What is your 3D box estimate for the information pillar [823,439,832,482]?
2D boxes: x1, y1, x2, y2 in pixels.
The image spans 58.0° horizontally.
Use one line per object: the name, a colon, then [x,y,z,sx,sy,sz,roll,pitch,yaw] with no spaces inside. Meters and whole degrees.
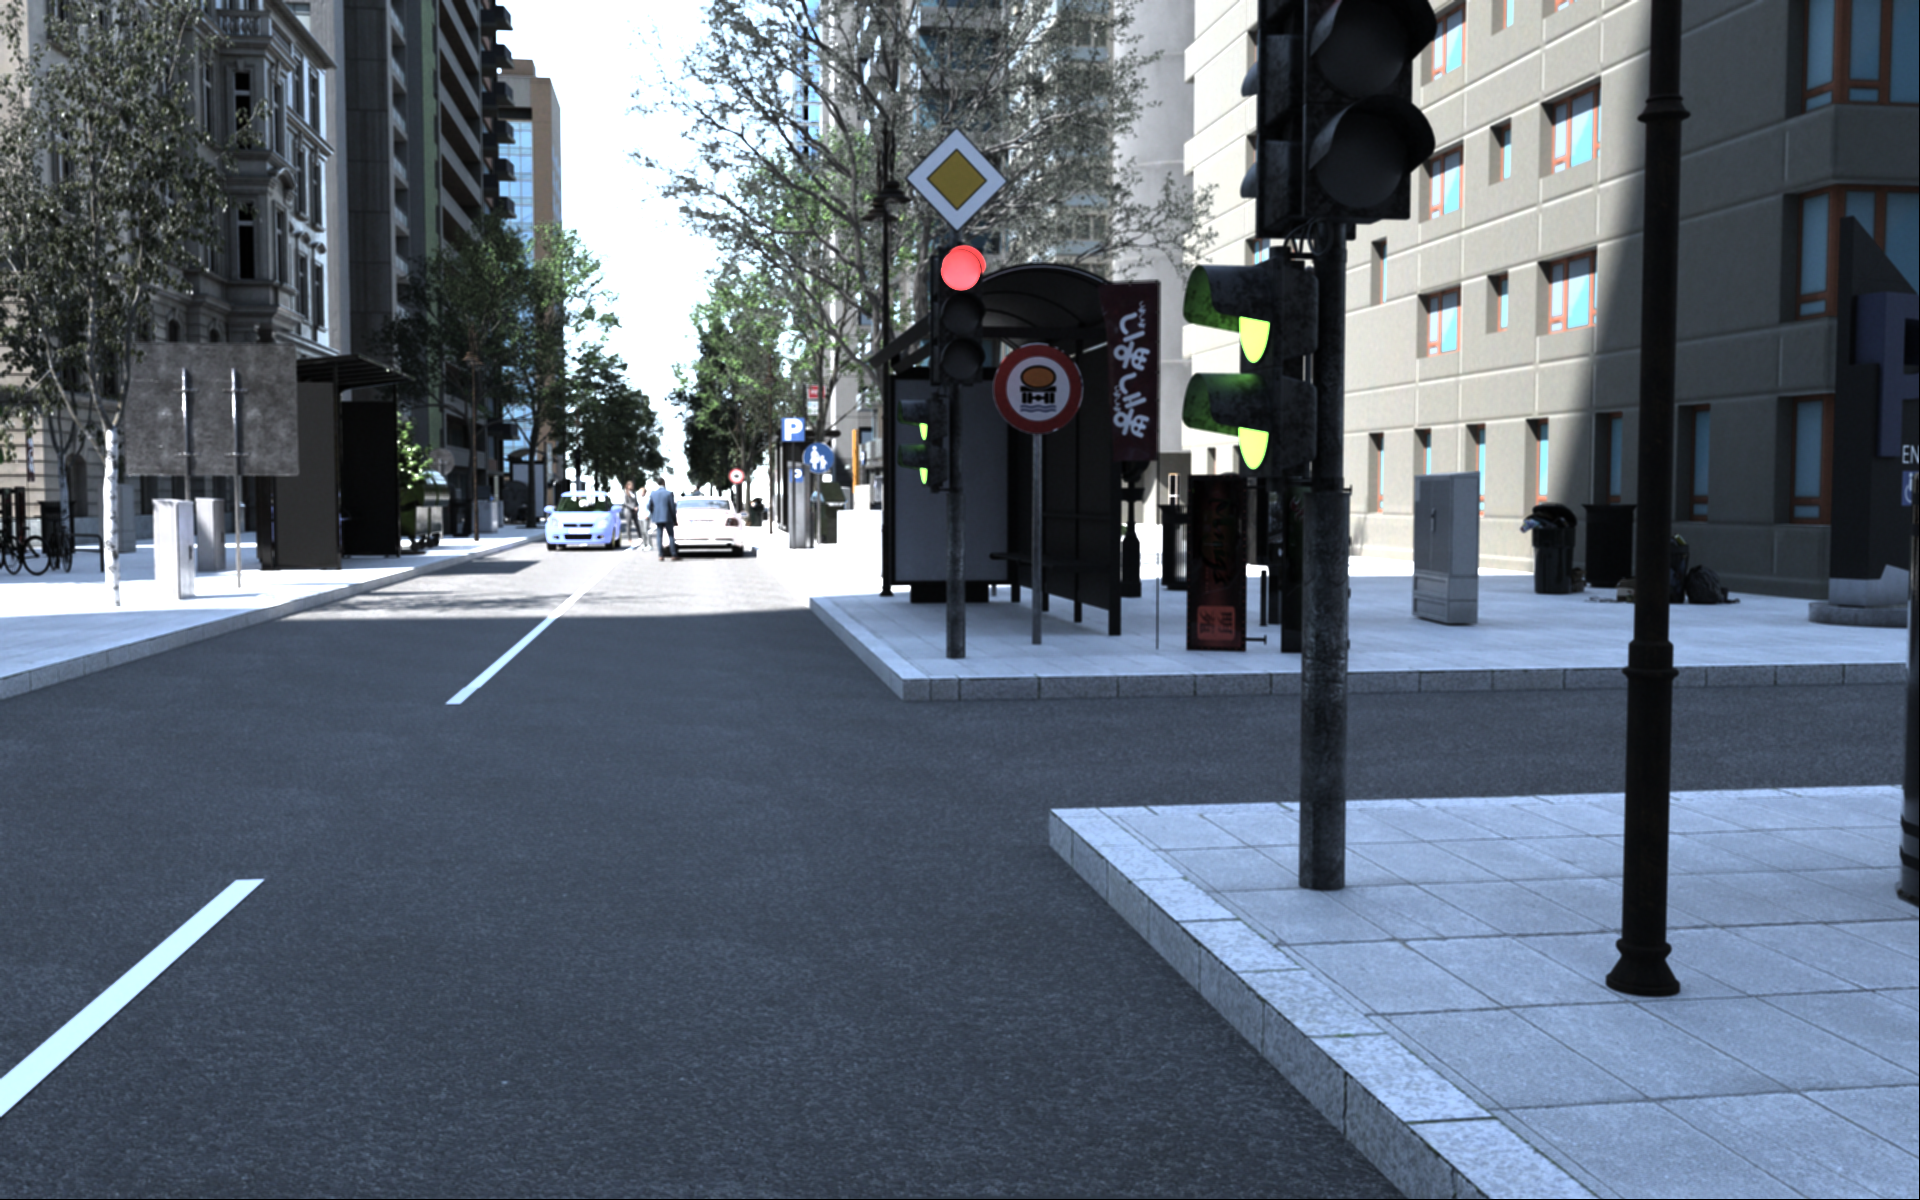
information pillar: [-5.699,-5.055,74.009,0.504,3.616,0.183,1,4,12]

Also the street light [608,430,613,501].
street light: [-24.492,-9.085,121.322,0.468,5.910,1.993,-1,4,-9]

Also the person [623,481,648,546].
person: [-8.956,-2.380,47.694,0.573,1.790,0.520,1,4,23]

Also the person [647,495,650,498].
person: [-22.587,-7.118,124.755,0.599,1.838,0.709,-2,4,-29]

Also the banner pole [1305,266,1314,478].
banner pole: [3.882,-1.795,19.365,0.401,3.779,0.863,1,4,11]

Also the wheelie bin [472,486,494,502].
wheelie bin: [-17.859,-3.475,64.725,0.980,1.594,0.693,0,4,-3]

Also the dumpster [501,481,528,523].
dumpster: [-19.193,-4.235,75.007,1.264,1.857,1.865,-1,4,-9]

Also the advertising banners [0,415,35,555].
advertising banners: [-20.345,-2.523,37.443,0.090,3.025,2.074,-1,4,-9]

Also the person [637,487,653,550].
person: [-8.092,-2.085,44.393,0.330,1.601,0.589,-2,4,-32]

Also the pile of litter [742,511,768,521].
pile of litter: [-9.916,-4.296,84.201,1.719,0.858,1.176,-1,4,-22]

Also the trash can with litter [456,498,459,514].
trash can with litter: [-17.968,-2.988,60.242,1.055,1.170,0.624,1,4,21]

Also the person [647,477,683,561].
person: [-6.337,-1.742,37.159,0.721,1.800,0.419,0,4,1]

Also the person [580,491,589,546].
person: [-10.321,-2.233,47.610,0.503,1.515,0.523,1,4,21]

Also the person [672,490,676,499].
person: [-31.510,-11.143,190.619,0.705,1.831,1.348,-2,4,-32]

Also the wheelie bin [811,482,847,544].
wheelie bin: [-3.395,-2.237,44.484,0.980,1.594,0.693,-3,4,-37]

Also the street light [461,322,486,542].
street light: [-13.066,-4.517,46.636,0.468,5.910,1.993,-1,4,-9]

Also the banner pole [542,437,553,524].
banner pole: [-17.886,-5.211,75.210,0.401,3.779,0.863,-3,5,-42]

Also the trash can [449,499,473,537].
trash can: [-14.932,-2.455,51.785,0.748,1.137,0.748,0,3,0]

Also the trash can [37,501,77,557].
trash can: [-18.570,-1.468,35.654,0.748,1.137,0.748,0,3,0]

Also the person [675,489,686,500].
person: [-20.440,-7.305,127.956,1.348,1.822,0.705,-1,4,-21]

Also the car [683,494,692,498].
car: [-17.588,-6.280,114.483,2.131,1.459,4.920,0,4,-7]

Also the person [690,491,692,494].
person: [-22.644,-8.368,146.028,1.217,1.735,0.721,1,4,13]

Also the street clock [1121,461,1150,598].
street clock: [2.127,-1.037,21.519,0.358,2.002,0.471,-3,4,-37]

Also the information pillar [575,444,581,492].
information pillar: [-17.861,-5.486,81.050,0.183,3.616,0.504,-3,4,-36]

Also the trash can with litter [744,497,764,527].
trash can with litter: [-8.026,-3.403,67.027,0.624,1.170,1.055,-3,4,-38]

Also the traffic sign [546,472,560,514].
traffic sign: [-20.136,-5.161,85.575,0.795,2.450,0.064,0,4,-8]

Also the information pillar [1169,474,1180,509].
information pillar: [7.796,-3.581,63.046,0.304,2.012,0.304,2,4,28]

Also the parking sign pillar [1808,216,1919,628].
parking sign pillar: [9.241,-1.752,17.111,1.447,3.967,1.447,-2,4,-28]

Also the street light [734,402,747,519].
street light: [-11.013,-7.012,87.438,0.468,5.910,1.993,-1,4,-9]

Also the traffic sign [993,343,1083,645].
traffic sign: [0.657,-0.894,14.724,0.768,2.556,0.104,0,4,-4]

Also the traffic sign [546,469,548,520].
traffic sign: [-20.615,-5.277,86.380,0.768,2.556,0.104,0,4,-7]

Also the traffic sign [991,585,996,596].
traffic sign: [0.426,-1.328,21.716,0.884,2.594,0.081,0,4,-5]

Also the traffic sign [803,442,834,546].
traffic sign: [-3.485,-2.604,42.687,0.768,2.556,0.104,0,4,-3]

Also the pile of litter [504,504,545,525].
pile of litter: [-18.322,-3.584,72.570,1.719,0.858,1.176,1,4,10]

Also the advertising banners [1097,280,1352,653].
advertising banners: [2.126,-1.095,14.084,2.074,3.025,0.090,1,4,17]

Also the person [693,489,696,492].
person: [-13.104,-4.658,85.667,0.512,1.701,0.522,3,5,39]

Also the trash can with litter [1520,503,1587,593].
trash can with litter: [7.749,-0.681,22.519,0.624,1.170,1.055,3,4,37]

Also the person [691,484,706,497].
person: [-10.302,-3.634,67.899,0.794,1.824,0.713,1,4,8]

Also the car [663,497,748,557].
car: [-6.031,-1.740,40.805,2.083,1.381,4.827,0,4,-7]

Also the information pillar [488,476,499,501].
information pillar: [-18.739,-3.981,69.574,0.304,2.012,0.304,1,4,17]

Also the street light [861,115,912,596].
street light: [-0.925,-2.988,21.640,0.468,5.910,1.993,-1,4,-9]

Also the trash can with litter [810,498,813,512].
trash can with litter: [-4.514,-2.388,50.439,0.624,1.170,1.055,1,4,16]

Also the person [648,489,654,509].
person: [-24.545,-7.933,138.210,1.348,1.823,0.705,-3,5,-44]

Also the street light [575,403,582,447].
street light: [-19.429,-7.056,88.159,0.468,5.910,1.993,-1,4,-9]

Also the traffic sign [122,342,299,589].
traffic sign: [-10.089,-1.802,23.344,2.265,3.308,0.079,0,4,-5]

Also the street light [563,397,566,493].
street light: [-18.112,-6.517,79.339,0.468,5.910,1.993,-1,4,-9]

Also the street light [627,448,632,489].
street light: [-29.731,-11.135,154.851,0.468,5.910,1.993,-1,4,-9]

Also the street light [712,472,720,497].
street light: [-25.235,-12.633,179.337,0.468,5.910,1.993,-1,4,-9]

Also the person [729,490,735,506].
person: [-21.825,-9.655,166.363,1.348,1.823,0.705,3,5,43]

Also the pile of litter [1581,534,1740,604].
pile of litter: [8.345,-0.406,20.608,1.719,0.858,1.176,2,4,26]

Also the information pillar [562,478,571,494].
information pillar: [-18.548,-4.723,81.719,0.304,2.012,0.304,-3,5,-44]

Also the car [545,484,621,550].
car: [-9.798,-2.178,45.201,1.945,1.707,3.694,0,4,-7]

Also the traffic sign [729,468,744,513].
traffic sign: [-11.024,-5.225,85.534,0.768,2.556,0.104,0,4,-2]

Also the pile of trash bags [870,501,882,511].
pile of trash bags: [-1.669,-2.385,48.741,1.912,1.369,3.447,1,4,19]

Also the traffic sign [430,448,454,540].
traffic sign: [-14.348,-2.920,47.844,0.768,2.556,0.104,0,4,-3]

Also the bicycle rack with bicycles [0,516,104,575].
bicycle rack with bicycles: [-15.320,-0.905,28.179,2.925,0.926,2.852,3,5,42]

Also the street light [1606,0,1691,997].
street light: [1.776,-1.929,4.326,0.468,5.910,1.993,-1,4,-9]

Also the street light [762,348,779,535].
street light: [-5.993,-5.014,54.763,0.468,5.910,1.993,-1,4,-9]

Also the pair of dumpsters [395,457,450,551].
pair of dumpsters: [-13.039,-2.331,40.610,1.574,2.255,4.437,-1,4,-9]
